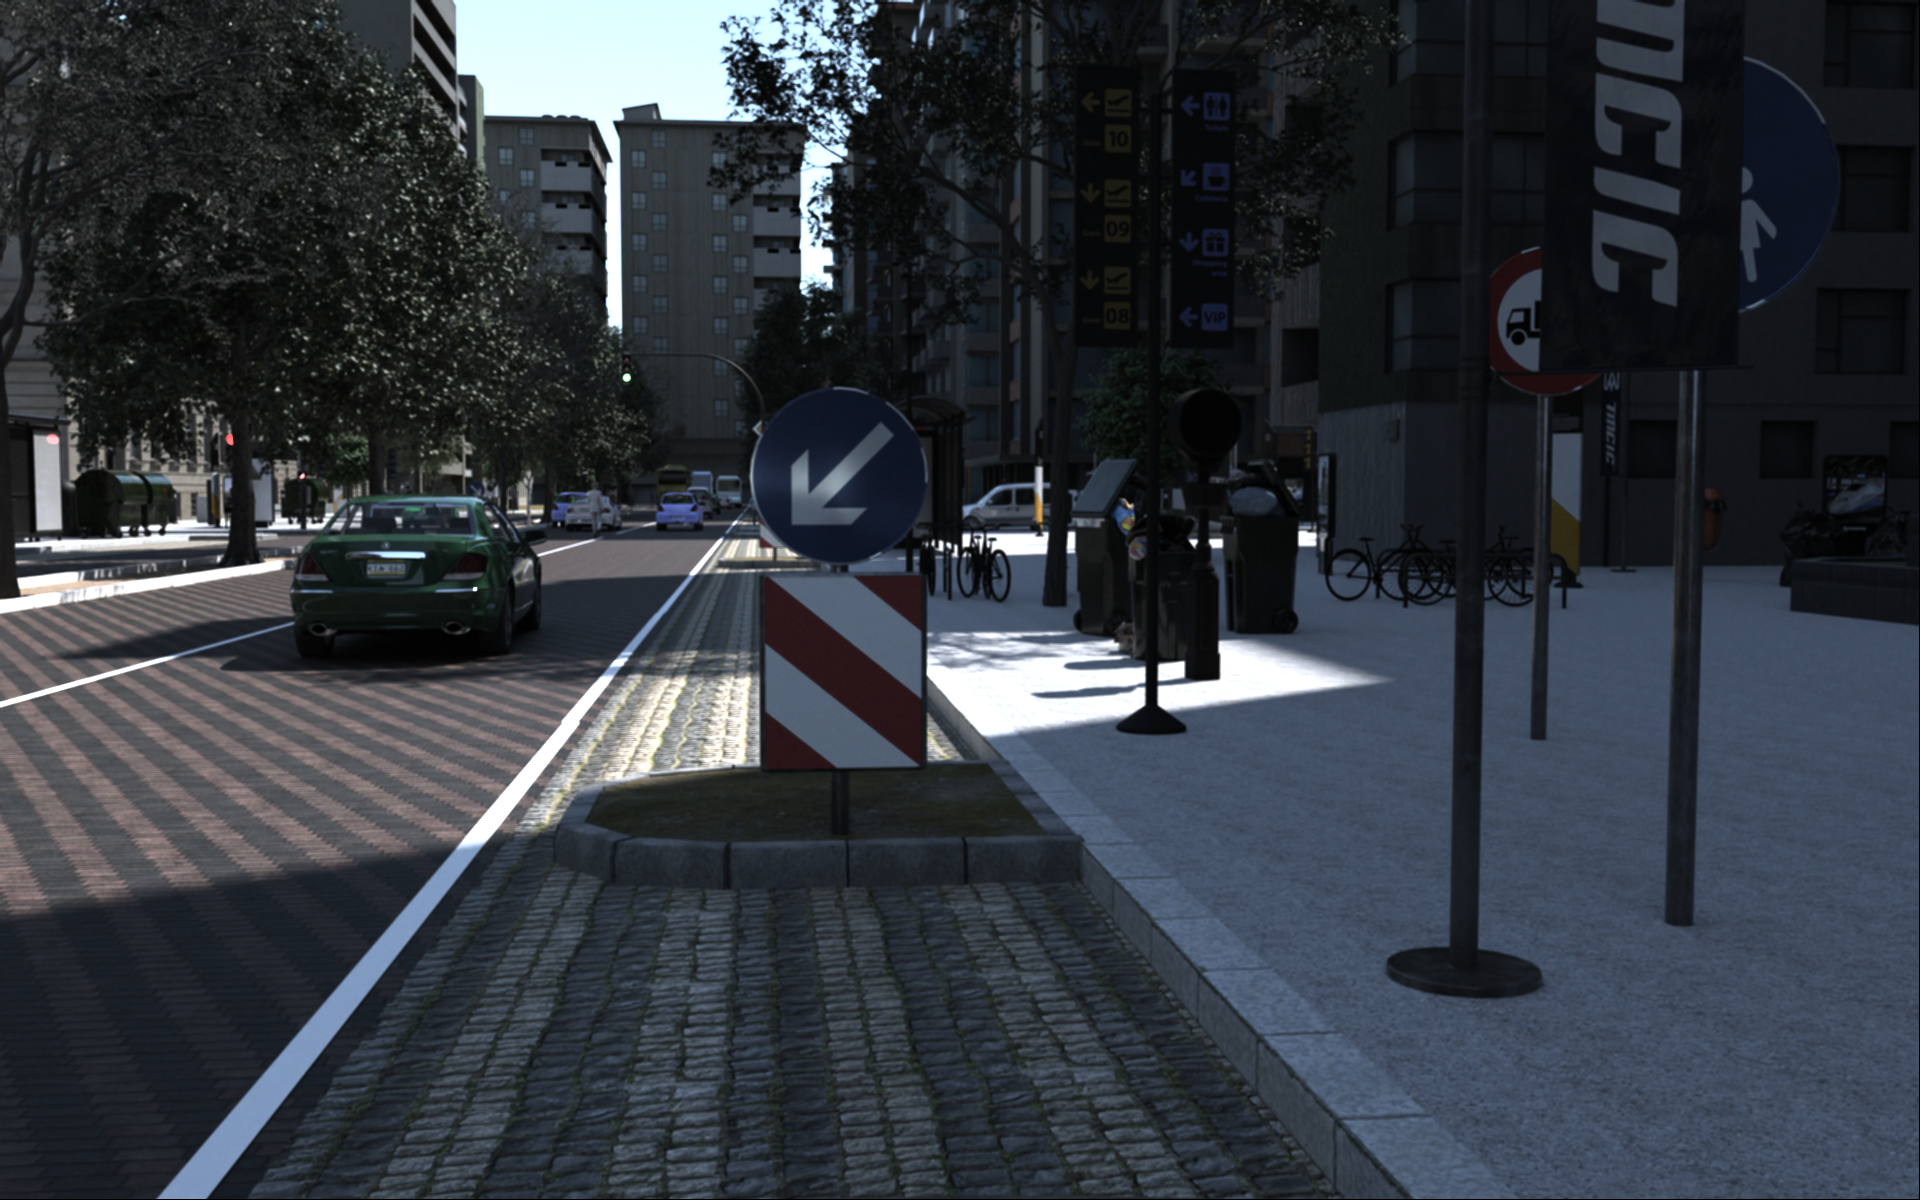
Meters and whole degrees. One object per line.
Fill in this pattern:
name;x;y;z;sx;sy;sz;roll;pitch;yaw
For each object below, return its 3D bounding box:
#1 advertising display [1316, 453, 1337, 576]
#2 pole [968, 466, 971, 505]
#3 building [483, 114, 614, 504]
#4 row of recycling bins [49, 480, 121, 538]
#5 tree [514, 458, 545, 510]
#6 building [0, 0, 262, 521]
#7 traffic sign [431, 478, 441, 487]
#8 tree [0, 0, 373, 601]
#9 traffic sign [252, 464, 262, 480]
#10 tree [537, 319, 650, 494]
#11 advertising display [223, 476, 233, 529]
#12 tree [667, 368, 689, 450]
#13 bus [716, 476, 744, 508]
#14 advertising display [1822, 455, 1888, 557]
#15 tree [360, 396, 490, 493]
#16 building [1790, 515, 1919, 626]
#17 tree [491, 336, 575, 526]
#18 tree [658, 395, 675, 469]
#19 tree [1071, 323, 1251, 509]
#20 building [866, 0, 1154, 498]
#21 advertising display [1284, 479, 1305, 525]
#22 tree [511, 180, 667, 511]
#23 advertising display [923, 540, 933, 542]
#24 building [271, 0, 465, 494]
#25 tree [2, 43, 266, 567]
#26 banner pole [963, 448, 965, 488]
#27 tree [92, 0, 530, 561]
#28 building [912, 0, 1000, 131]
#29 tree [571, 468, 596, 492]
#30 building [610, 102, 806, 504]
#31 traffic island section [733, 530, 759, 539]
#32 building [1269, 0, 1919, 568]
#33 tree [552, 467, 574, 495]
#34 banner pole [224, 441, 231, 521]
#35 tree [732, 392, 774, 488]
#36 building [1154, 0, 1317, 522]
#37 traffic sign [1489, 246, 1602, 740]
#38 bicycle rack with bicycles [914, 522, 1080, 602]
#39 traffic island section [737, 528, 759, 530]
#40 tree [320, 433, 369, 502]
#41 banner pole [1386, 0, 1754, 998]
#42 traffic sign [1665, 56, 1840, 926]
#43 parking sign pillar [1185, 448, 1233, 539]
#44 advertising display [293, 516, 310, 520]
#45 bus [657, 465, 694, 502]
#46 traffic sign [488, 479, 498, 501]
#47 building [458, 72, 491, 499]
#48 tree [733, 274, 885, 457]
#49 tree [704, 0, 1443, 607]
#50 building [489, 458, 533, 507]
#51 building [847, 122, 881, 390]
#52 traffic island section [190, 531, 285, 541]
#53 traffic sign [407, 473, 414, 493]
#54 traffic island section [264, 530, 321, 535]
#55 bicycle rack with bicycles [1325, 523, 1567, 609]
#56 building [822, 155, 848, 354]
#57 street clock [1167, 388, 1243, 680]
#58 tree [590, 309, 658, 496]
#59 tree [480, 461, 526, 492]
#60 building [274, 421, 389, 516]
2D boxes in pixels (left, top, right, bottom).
advertising display;5.845;-1.373;27.659;0.123;1.923;0.974;0;4;1
pole;0.577;-7.017;108.567;0.158;3.312;0.155;0;3;0
building;-60.578;-39.779;239.622;27.495;52.752;28.713;0;4;-7
row of recycling bins;-26.561;-2.775;52.482;1.069;1.692;3.534;0;4;-2
tree;-34.734;-13.373;136.775;7.486;12.596;7.792;0;3;0
building;-44.782;-15.248;82.581;16.112;22.955;30.059;0;4;-7
traffic sign;-32.800;-6.507;108.511;0.606;2.300;0.079;0;4;-3
tree;-12.974;-6.744;23.086;12.009;13.543;11.850;0;3;0
traffic sign;-26.543;-3.957;64.706;0.884;2.594;0.081;0;4;-6
tree;-21.997;-10.595;101.447;9.928;11.665;9.643;0;3;0
advertising display;-26.548;-3.572;63.620;0.974;1.923;0.123;0;4;-1
tree;-24.351;-12.855;123.013;12.009;13.543;11.850;0;3;0
bus;-24.359;-11.511;183.063;2.948;3.499;13.247;0;4;-7
advertising display;14.759;-1.430;28.598;0.974;1.923;0.123;0;4;8
tree;-31.393;-11.108;99.749;7.486;12.596;7.792;0;3;0
building;19.946;-28.466;7.418;21.231;58.520;28.212;0;4;-7
tree;-19.167;-7.583;76.808;4.360;8.622;3.978;0;3;0
tree;-23.280;-11.726;111.183;9.611;12.733;9.660;0;3;0
tree;3.853;-3.032;33.294;4.285;4.588;4.351;0;3;0
building;2.985;-30.648;155.726;22.147;44.769;28.867;0;4;-7
advertising display;14.014;-4.125;72.650;0.974;1.923;0.123;3;5;45
tree;-17.897;-9.461;67.511;12.009;13.543;11.850;0;3;0
advertising display;-0.866;-2.493;45.979;0.123;1.923;0.974;-2;4;-33
building;-54.511;-31.877;144.898;21.300;48.544;21.600;0;4;-7
tree;-14.158;-7.001;33.936;9.611;12.733;9.660;0;3;0
banner pole;-0.048;-5.649;82.372;0.401;3.779;0.863;3;5;40
tree;-14.906;-7.617;43.998;9.611;12.733;9.660;0;3;0
building;8.289;-30.959;125.787;23.786;49.044;30.456;0;4;-7
tree;-39.675;-12.153;182.411;4.285;4.588;4.351;0;3;0
building;-33.237;-39.957;242.528;27.495;52.752;28.713;0;4;-7
traffic island section;-6.363;-2.092;56.486;2.009;0.180;2.903;0;4;-7
building;13.910;-16.219;36.876;14.160;30.474;14.107;0;4;-7
tree;-36.758;-12.671;157.537;4.737;8.622;4.395;0;3;0
banner pole;-34.773;-5.656;82.489;0.401;3.779;0.863;0;4;7
tree;-20.906;-17.620;205.099;9.611;12.733;9.660;0;3;0
building;14.818;-26.389;86.079;28.867;44.769;22.147;0;4;-7
traffic sign;3.029;-0.544;8.993;0.768;2.556;0.104;0;3;0
bicycle rack with bicycles;0.595;-0.507;21.675;2.852;0.926;2.925;0;4;-1
traffic island section;-7.284;-2.577;64.418;2.009;0.180;2.903;0;4;-7
tree;-28.811;-5.963;81.209;4.285;4.588;4.351;0;3;0
banner pole;1.546;-0.879;4.389;0.863;3.779;0.401;2;4;25
traffic sign;2.151;-0.305;5.101;0.768;2.556;0.104;0;4;2
parking sign pillar;7.199;-3.767;50.070;1.447;3.967;1.447;1;4;21
advertising display;-32.551;-4.915;85.577;0.974;1.923;0.123;1;4;14
bus;-24.298;-9.541;147.548;2.896;3.916;12.252;0;4;-7
traffic sign;-32.596;-7.333;121.075;0.795;2.450;0.064;0;4;1
building;-52.779;-29.337;163.250;14.154;41.232;14.086;0;4;-7
tree;-8.298;-11.834;100.133;9.857;13.997;8.962;0;3;0
tree;1.013;-5.185;19.188;8.767;10.594;7.601;1;4;8
building;-63.279;-21.039;189.020;28.899;21.520;27.650;0;4;-7
building;-5.783;-33.698;201.068;14.600;45.320;14.200;0;4;-7
traffic island section;-22.795;-1.976;54.589;2.009;0.180;2.903;0;4;-7
traffic sign;-32.853;-6.367;104.201;0.768;2.556;0.104;0;4;-4
traffic island section;-23.716;-2.461;62.521;2.009;0.180;2.903;0;4;-7
bicycle rack with bicycles;5.808;-0.434;20.483;2.925;0.926;2.852;0;4;5
building;-4.115;-38.155;243.445;30.456;49.044;23.786;0;4;-7
street clock;1.683;-0.453;11.971;0.471;2.002;0.358;-1;4;-16
tree;-19.975;-10.055;83.857;9.611;12.733;9.660;0;3;0
tree;-33.944;-8.849;128.397;4.285;4.588;4.351;0;3;0
building;-47.393;-18.156;115.943;14.460;24.649;34.723;0;4;-7
